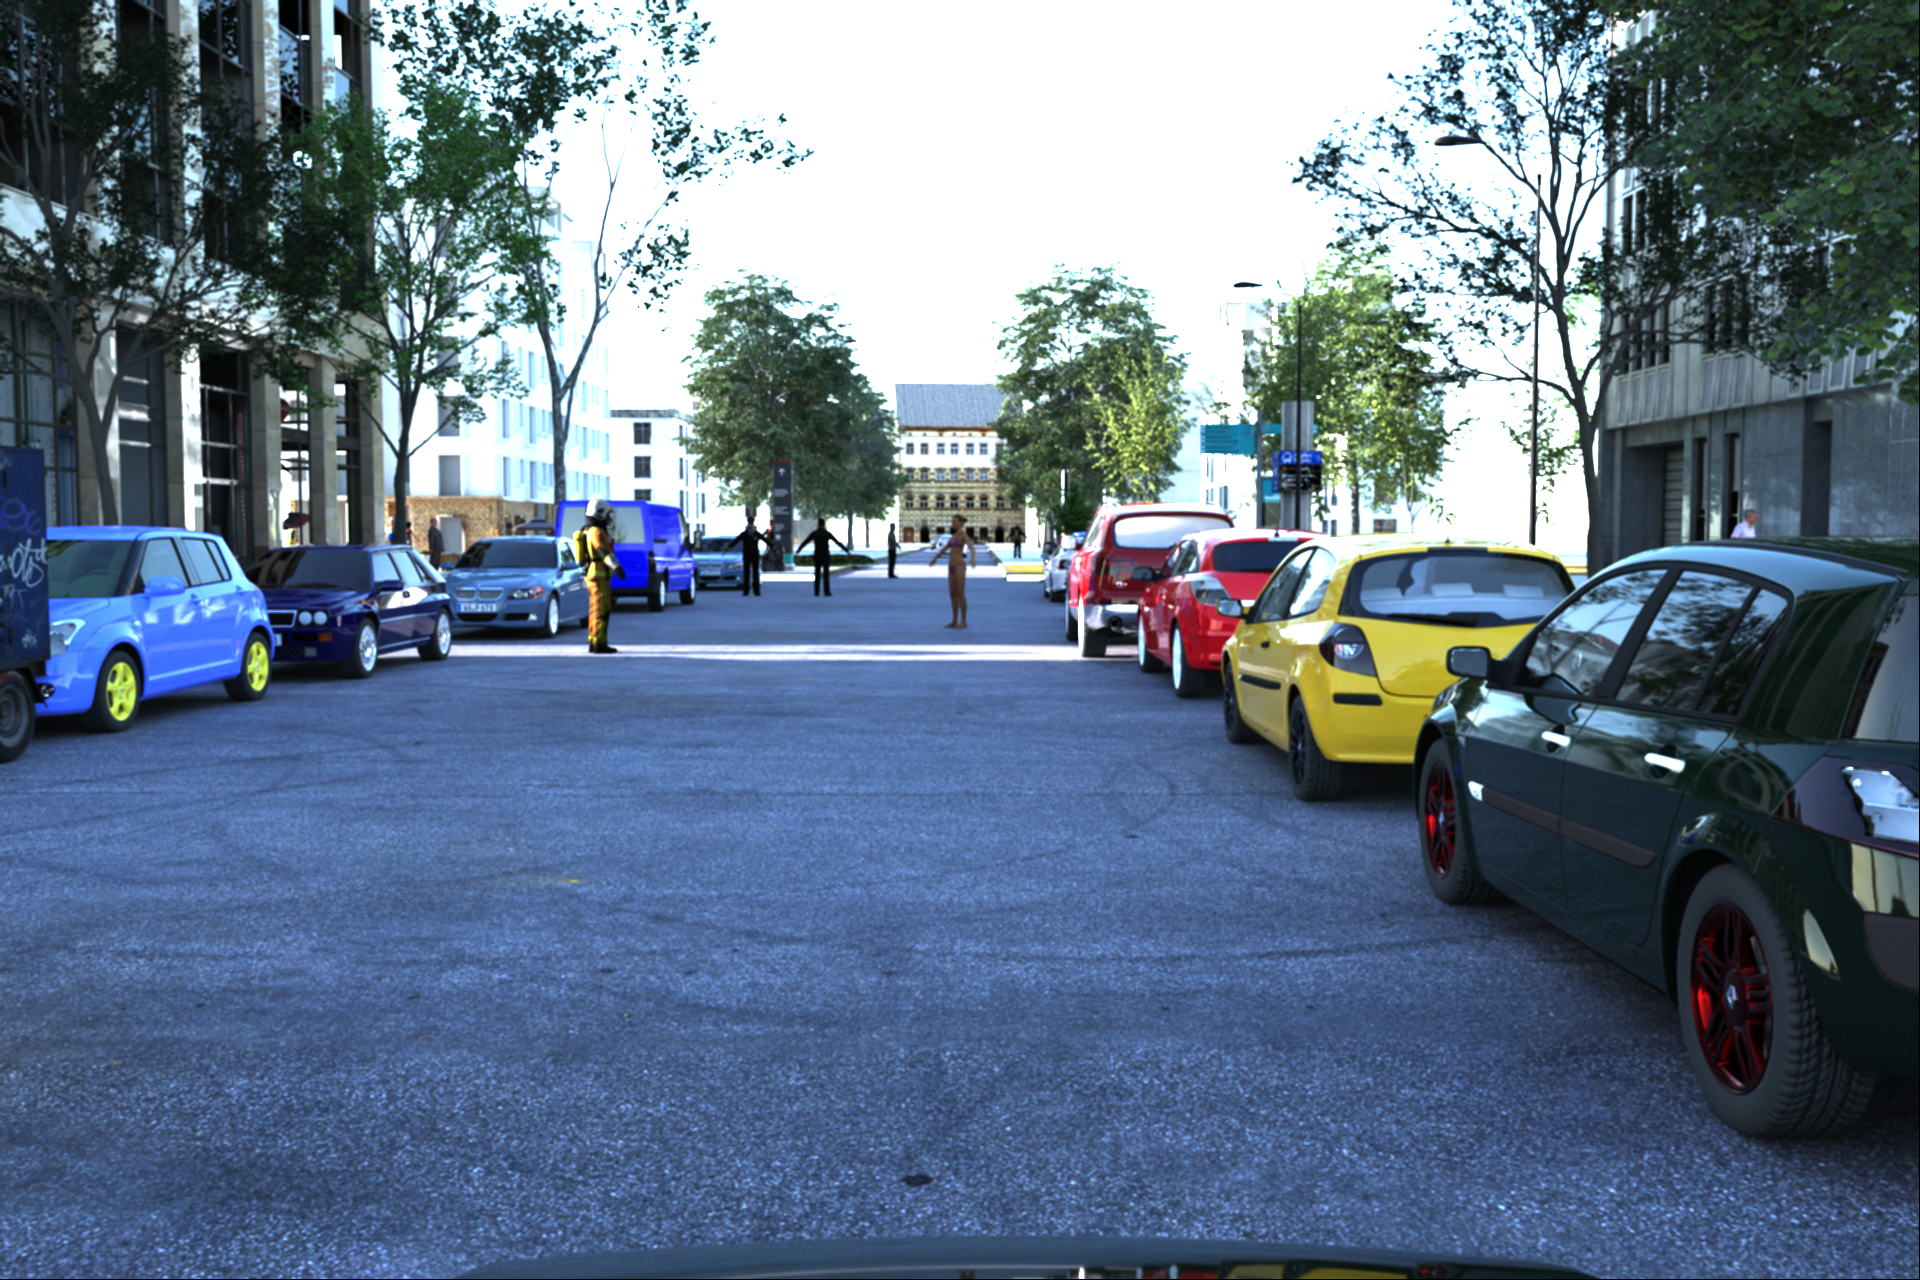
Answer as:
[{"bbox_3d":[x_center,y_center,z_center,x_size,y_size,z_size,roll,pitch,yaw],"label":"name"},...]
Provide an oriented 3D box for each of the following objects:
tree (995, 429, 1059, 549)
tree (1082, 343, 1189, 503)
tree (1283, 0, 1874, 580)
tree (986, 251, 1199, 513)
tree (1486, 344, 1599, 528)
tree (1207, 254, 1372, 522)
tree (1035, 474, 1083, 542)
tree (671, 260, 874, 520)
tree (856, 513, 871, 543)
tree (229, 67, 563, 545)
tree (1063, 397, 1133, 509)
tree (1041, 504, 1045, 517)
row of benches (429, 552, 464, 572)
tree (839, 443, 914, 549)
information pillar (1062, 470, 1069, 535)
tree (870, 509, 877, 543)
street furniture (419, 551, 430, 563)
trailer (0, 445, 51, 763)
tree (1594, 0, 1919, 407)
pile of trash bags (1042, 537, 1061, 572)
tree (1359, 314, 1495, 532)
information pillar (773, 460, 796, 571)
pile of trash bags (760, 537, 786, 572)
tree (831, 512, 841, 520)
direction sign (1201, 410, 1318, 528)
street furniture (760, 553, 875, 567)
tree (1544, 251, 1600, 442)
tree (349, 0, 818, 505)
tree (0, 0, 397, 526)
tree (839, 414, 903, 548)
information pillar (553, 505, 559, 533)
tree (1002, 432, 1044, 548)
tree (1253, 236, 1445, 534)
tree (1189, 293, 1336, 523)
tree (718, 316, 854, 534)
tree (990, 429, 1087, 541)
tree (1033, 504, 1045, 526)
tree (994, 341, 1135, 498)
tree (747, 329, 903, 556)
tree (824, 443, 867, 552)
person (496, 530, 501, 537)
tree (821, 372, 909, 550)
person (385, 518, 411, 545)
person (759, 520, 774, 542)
[{"bbox_3d":[6.844,-12.702,142.095,8.767,10.594,7.601,1,4,10],"label":"tree"},{"bbox_3d":[6.914,-7.066,65.884,4.737,8.622,4.395,0,3,0],"label":"tree"},{"bbox_3d":[9.327,-5.569,25.468,8.767,10.594,7.601,-1,4,-13],"label":"tree"},{"bbox_3d":[5.817,-10.438,77.320,9.857,13.997,8.962,0,3,0],"label":"tree"},{"bbox_3d":[22.677,-7.158,67.399,4.737,8.622,4.395,0,3,0],"label":"tree"},{"bbox_3d":[8.748,-5.771,44.710,4.737,8.622,4.395,0,3,0],"label":"tree"},{"bbox_3d":[6.669,-10.403,120.444,4.737,8.622,4.395,0,3,0],"label":"tree"},{"bbox_3d":[-8.640,-10.595,79.882,9.857,13.997,8.962,0,3,0],"label":"tree"},{"bbox_3d":[-13.090,-18.047,245.424,4.737,8.622,4.395,0,3,0],"label":"tree"},{"bbox_3d":[-12.597,-6.931,39.080,9.928,11.665,9.643,0,3,0],"label":"tree"},{"bbox_3d":[6.399,-8.419,88.013,4.360,8.622,3.978,0,3,0],"label":"tree"},{"bbox_3d":[13.324,-17.987,244.443,4.737,8.622,4.395,0,3,0],"label":"tree"},{"bbox_3d":[-17.403,-2.745,60.343,1.422,0.672,4.104,0,4,7],"label":"row of benches"},{"bbox_3d":[-8.118,-13.257,151.156,8.767,10.594,7.601,0,4,2],"label":"tree"},{"bbox_3d":[3.874,-4.440,63.910,0.184,3.620,1.656,0,4,1],"label":"information pillar"},{"bbox_3d":[-12.331,-18.406,251.296,4.360,8.622,3.978,0,3,0],"label":"tree"},{"bbox_3d":[-22.558,-3.256,68.870,5.734,0.657,10.072,0,4,-7],"label":"street furniture"},{"bbox_3d":[-6.664,-0.167,9.780,1.471,1.999,3.904,0,4,1],"label":"trailer"},{"bbox_3d":[9.192,-6.493,12.810,9.857,13.997,8.962,0,3,0],"label":"tree"},{"bbox_3d":[3.753,-3.019,59.111,1.912,1.369,3.447,0,4,0],"label":"pile of trash bags"},{"bbox_3d":[15.169,-6.552,57.480,4.737,8.622,4.395,0,3,0],"label":"tree"},{"bbox_3d":[-6.231,-4.389,61.141,0.750,3.857,0.750,0,4,2],"label":"information pillar"},{"bbox_3d":[-6.919,-2.991,58.651,1.912,1.369,3.447,0,4,1],"label":"pile of trash bags"},{"bbox_3d":[-19.984,-19.135,247.268,7.601,10.594,8.767,0,4,-8],"label":"tree"},{"bbox_3d":[6.455,-2.945,36.921,2.525,3.948,1.411,0,4,1],"label":"direction sign"},{"bbox_3d":[-8.153,-3.278,69.229,10.072,0.657,5.734,-1,4,-13],"label":"street furniture"},{"bbox_3d":[24.022,-8.179,59.476,9.928,11.665,9.643,0,3,0],"label":"tree"},{"bbox_3d":[-11.179,-12.002,52.130,12.611,20.169,13.585,0,3,0],"label":"tree"},{"bbox_3d":[-12.357,-5.536,24.922,8.767,10.594,7.601,-3,5,-44],"label":"tree"},{"bbox_3d":[-8.805,-14.817,160.380,7.486,12.596,7.792,0,3,0],"label":"tree"},{"bbox_3d":[-10.242,-2.446,44.482,0.304,2.012,0.304,0,4,1],"label":"information pillar"},{"bbox_3d":[6.943,-14.007,154.772,9.928,11.665,9.643,0,3,0],"label":"tree"},{"bbox_3d":[14.841,-9.079,66.570,7.486,12.596,7.792,0,3,0],"label":"tree"},{"bbox_3d":[9.653,-6.235,52.305,4.360,8.622,3.978,0,3,0],"label":"tree"},{"bbox_3d":[-9.341,-10.561,90.799,7.486,12.596,7.792,0,3,0],"label":"tree"},{"bbox_3d":[6.782,-12.135,132.815,8.767,10.594,7.601,-2,4,-35],"label":"tree"},{"bbox_3d":[14.356,-20.411,251.841,7.486,12.596,7.792,0,3,0],"label":"tree"},{"bbox_3d":[7.282,-12.174,109.408,12.009,13.543,11.850,0,3,0],"label":"tree"},{"bbox_3d":[-8.212,-11.724,102.054,12.009,13.543,11.850,0,3,0],"label":"tree"},{"bbox_3d":[-8.282,-10.469,121.528,4.360,8.622,3.978,0,3,0],"label":"tree"},{"bbox_3d":[-15.872,-3.071,59.471,0.991,1.433,0.599,-3,5,-40],"label":"person"},{"bbox_3d":[-8.673,-14.085,136.945,9.857,13.997,8.962,0,3,0],"label":"tree"},{"bbox_3d":[-19.419,-3.266,59.263,1.347,1.847,0.705,0,4,2],"label":"person"},{"bbox_3d":[-6.843,-3.451,62.608,1.347,1.806,0.705,2,4,30],"label":"person"}]
